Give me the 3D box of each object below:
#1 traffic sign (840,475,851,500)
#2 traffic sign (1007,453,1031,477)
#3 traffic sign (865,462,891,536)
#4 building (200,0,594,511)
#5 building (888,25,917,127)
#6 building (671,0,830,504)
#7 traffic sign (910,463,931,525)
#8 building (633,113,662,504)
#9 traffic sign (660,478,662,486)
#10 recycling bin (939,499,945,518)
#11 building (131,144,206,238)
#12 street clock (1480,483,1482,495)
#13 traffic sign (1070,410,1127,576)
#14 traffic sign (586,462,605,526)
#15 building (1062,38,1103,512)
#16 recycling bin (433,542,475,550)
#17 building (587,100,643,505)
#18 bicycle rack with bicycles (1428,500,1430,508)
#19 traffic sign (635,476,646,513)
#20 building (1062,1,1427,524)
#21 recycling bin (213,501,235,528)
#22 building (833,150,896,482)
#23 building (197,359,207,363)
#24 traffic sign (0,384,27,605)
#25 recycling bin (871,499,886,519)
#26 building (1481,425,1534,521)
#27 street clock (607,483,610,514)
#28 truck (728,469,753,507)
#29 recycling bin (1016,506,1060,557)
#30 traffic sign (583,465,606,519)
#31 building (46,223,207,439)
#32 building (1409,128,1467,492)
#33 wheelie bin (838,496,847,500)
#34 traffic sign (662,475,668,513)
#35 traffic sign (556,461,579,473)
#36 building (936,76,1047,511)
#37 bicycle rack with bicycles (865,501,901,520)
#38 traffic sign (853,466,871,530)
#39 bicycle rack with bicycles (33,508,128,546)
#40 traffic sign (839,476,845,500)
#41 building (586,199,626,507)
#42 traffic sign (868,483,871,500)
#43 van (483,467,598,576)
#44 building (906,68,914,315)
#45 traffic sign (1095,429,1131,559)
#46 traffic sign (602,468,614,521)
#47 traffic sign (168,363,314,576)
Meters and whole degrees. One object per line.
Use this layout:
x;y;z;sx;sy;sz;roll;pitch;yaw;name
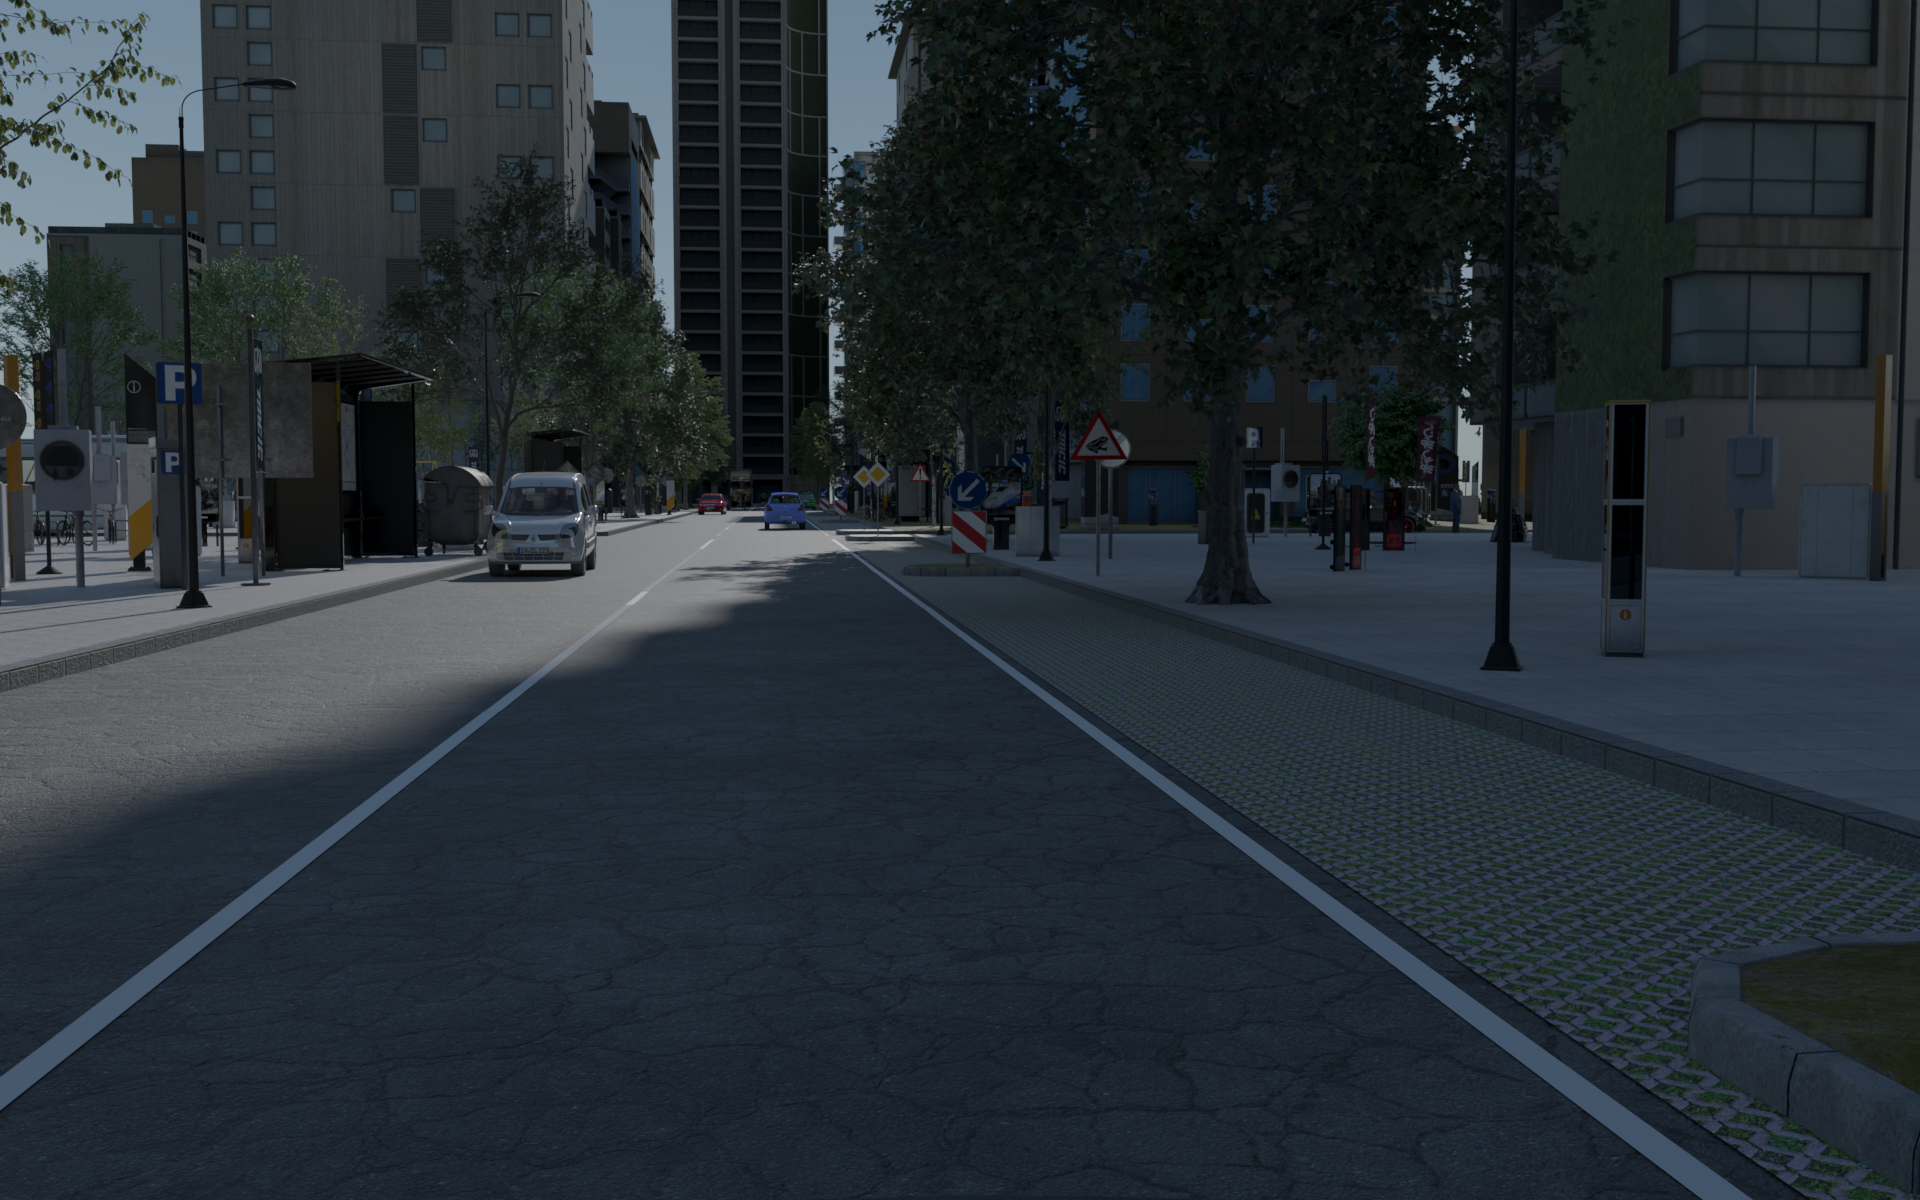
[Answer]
-7.740;-7.177;117.442;0.768;2.556;0.104;0;4;-1;traffic sign
1.824;-3.272;53.611;0.768;2.556;0.104;0;4;0;traffic sign
-2.532;-3.044;53.404;0.795;2.450;0.064;0;4;-6;traffic sign
-45.314;-34.014;145.367;28.713;52.752;27.495;0;4;-6;building
7.308;-36.841;191.587;28.713;52.752;27.495;0;4;-6;building
-28.194;-48.794;236.028;20.611;71.187;20.563;0;4;-6;building
-1.667;-4.450;72.754;0.884;2.594;0.081;0;4;2;traffic sign
-53.359;-39.612;236.898;27.495;52.752;28.713;0;4;-6;building
-21.851;-7.831;128.148;0.768;2.556;0.104;0;4;-3;traffic sign
-0.938;-4.844;91.756;0.722;1.027;0.722;-1;4;-17;recycling bin
-97.197;-35.173;225.187;14.200;45.320;14.600;0;4;-6;building
35.672;-6.953;118.257;0.358;2.002;0.471;0;4;3;street clock
2.155;-1.650;26.976;0.884;2.594;0.081;0;4;3;traffic sign
-14.530;-4.214;69.006;0.768;2.556;0.104;0;3;0;traffic sign
3.996;-30.933;155.862;14.600;45.320;14.200;0;4;-6;building
-12.122;-1.769;41.481;0.722;1.027;0.722;2;4;35;recycling bin
-43.444;-33.252;193.786;14.200;45.320;14.600;0;4;-6;building
31.122;-6.275;115.971;2.925;0.926;2.852;-1;4;-19;bicycle rack with bicycles
-22.110;-7.330;119.949;0.768;2.556;0.104;0;4;-5;traffic sign
11.937;-26.234;79.032;14.200;45.320;14.600;0;4;-6;building
-27.903;-3.247;65.647;0.722;1.027;0.722;-1;4;-17;recycling bin
-2.328;-37.978;240.553;30.456;49.044;23.786;0;4;-6;building
-65.460;-53.411;185.939;31.000;86.520;22.319;0;4;-6;building
-11.107;-1.211;19.905;0.768;2.556;0.104;0;4;-2;traffic sign
-4.295;-4.798;91.001;0.722;1.027;0.722;0;4;-7;recycling bin
37.475;-28.132;83.661;21.600;48.544;21.300;0;4;-6;building
-22.579;-6.483;110.564;0.471;2.002;0.358;-1;4;-19;street clock
-25.093;-12.815;198.433;2.839;4.237;11.283;0;4;-6;truck
1.607;-1.422;35.804;0.722;1.027;0.722;2;4;26;recycling bin
-12.739;-3.468;60.349;0.795;2.450;0.064;0;4;-6;traffic sign
-89.118;-25.508;188.757;14.107;30.474;14.160;0;4;-6;building
43.123;-33.271;198.604;28.867;44.769;22.147;0;4;-6;building
-8.453;-7.136;124.582;0.693;1.594;0.980;-1;4;-9;wheelie bin
-19.544;-7.072;115.725;0.768;2.556;0.104;0;4;-5;traffic sign
-11.874;-2.983;52.410;0.795;2.450;0.064;0;4;-6;traffic sign
10.975;-49.110;115.619;22.319;86.520;31.000;0;4;-6;building
-3.245;-4.382;85.033;2.852;0.926;2.925;-1;4;-19;bicycle rack with bicycles
-3.397;-3.529;61.342;0.795;2.450;0.064;0;4;-6;traffic sign
-22.216;-1.866;43.889;2.852;0.926;2.925;-3;4;-39;bicycle rack with bicycles
-7.938;-7.269;118.955;0.768;2.556;0.104;0;4;0;traffic sign
-40.247;-24.221;167.722;14.160;30.474;14.107;0;4;-6;building
-5.733;-6.823;111.654;0.768;2.556;0.104;0;4;1;traffic sign
-7.567;-1.499;31.526;2.013;2.044;4.112;0;4;-8;van
2.202;-31.807;170.150;14.600;45.320;14.200;0;4;-6;building
2.969;-2.081;34.125;0.768;2.556;0.104;0;4;1;traffic sign
-17.025;-5.086;83.263;0.768;2.556;0.104;0;4;-5;traffic sign
-11.189;-2.022;26.938;2.265;3.308;0.079;0;4;2;traffic sign
